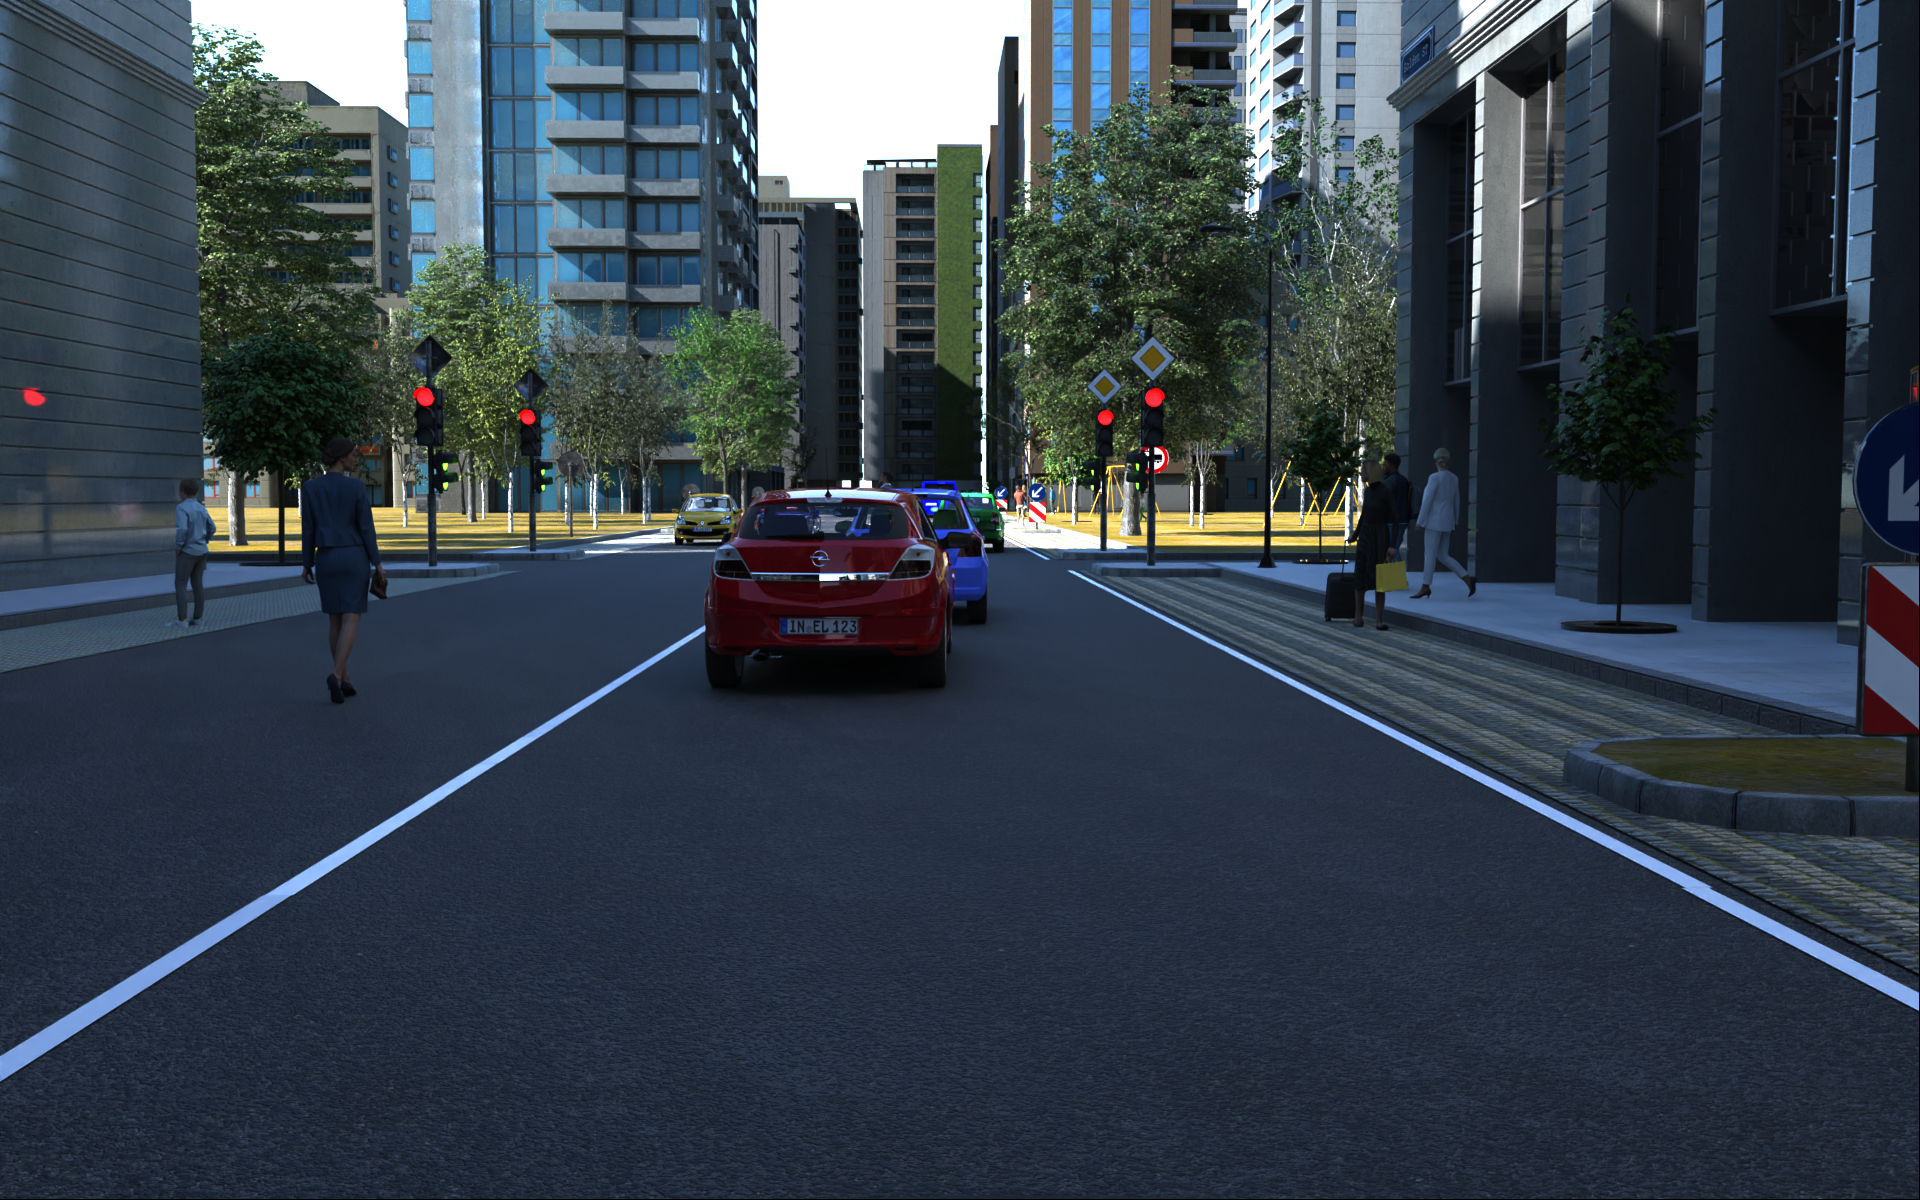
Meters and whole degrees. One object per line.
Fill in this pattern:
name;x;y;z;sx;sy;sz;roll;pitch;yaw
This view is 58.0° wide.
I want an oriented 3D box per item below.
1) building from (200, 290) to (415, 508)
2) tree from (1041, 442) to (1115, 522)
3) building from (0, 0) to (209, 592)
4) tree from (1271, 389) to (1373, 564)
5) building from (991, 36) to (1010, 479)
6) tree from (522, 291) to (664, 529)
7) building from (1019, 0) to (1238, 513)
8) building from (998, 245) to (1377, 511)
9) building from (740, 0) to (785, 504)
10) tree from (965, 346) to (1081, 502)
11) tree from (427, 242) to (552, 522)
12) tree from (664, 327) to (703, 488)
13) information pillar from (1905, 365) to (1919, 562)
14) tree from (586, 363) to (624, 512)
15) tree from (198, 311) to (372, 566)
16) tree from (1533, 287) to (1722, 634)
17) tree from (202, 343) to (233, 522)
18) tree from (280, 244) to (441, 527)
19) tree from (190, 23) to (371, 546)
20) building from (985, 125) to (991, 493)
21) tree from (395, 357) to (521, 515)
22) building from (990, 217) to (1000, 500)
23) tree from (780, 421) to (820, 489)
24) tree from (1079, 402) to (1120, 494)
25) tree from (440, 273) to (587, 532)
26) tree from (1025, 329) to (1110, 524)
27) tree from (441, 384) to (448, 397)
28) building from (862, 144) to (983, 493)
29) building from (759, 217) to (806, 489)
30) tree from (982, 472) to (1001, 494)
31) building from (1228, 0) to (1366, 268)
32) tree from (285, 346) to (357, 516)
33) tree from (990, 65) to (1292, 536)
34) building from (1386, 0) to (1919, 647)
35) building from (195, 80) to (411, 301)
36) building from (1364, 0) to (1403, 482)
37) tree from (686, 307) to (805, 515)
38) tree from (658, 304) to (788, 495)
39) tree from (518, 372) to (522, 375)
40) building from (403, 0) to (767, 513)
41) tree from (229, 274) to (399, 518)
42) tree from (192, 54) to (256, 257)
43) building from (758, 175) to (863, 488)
building;-58.787;-20.159;174.635;28.899;21.520;27.650;0;4;-1
tree;5.501;-5.899;80.167;4.285;4.588;4.351;0;3;0
building;-27.302;-14.991;22.589;29.804;29.767;11.434;0;4;-1
tree;6.790;-2.283;31.934;1.663;3.219;1.824;0;3;0
building;10.846;-31.660;167.750;14.600;45.320;14.200;0;4;-1
tree;-13.379;-6.924;63.568;4.360;8.622;3.978;0;3;0
building;11.492;-29.012;124.459;14.600;45.320;14.200;0;4;-1
building;17.691;-18.459;146.848;27.650;21.520;28.899;0;4;-1
building;-26.281;-43.714;152.977;20.563;71.187;20.611;0;4;-1
tree;4.538;-10.664;108.774;8.767;10.594;7.601;0;4;-1
tree;-22.757;-9.834;78.907;7.486;12.596;7.792;0;3;0
tree;-13.439;-7.619;74.928;4.360;8.622;3.978;0;3;0
information pillar;5.652;-0.338;10.011;0.304;2.012;0.304;1;4;22
tree;-20.332;-8.906;95.967;4.737;8.622;4.395;0;3;0
tree;-12.378;-2.907;31.246;4.285;4.588;4.351;0;3;0
tree;6.362;-1.328;16.315;1.663;3.219;1.824;0;3;0
tree;-34.120;-7.990;80.991;4.360;8.622;3.978;0;3;0
tree;-18.158;-6.209;51.876;4.360;8.622;3.978;0;3;0
tree;-18.425;-7.622;42.751;7.486;12.596;7.792;0;3;0
building;10.377;-33.978;205.657;14.200;45.320;14.600;0;4;-1
tree;-30.903;-10.594;107.616;8.767;10.594;7.601;-1;4;-18
building;10.106;-25.114;182.317;14.160;30.474;14.107;0;4;-1
tree;-15.813;-13.602;172.758;4.360;8.622;3.978;0;3;0
tree;7.502;-8.527;89.778;4.360;8.622;3.978;0;3;0
tree;-15.199;-6.593;58.153;4.737;8.622;4.395;0;3;0
tree;4.812;-7.520;73.313;4.737;8.622;4.395;0;3;0
tree;-21.933;-7.180;67.757;4.360;8.622;3.978;0;3;0
building;-4.472;-31.902;205.191;14.086;41.232;14.154;0;4;-1
building;-23.379;-25.116;182.343;14.107;30.474;14.160;0;4;-1
tree;2.689;-9.411;148.465;1.663;3.219;1.824;0;3;0
building;31.709;-40.835;209.645;28.212;58.520;21.231;0;4;-1
tree;-29.539;-7.898;79.489;4.737;8.622;4.395;0;3;0
tree;5.230;-8.961;53.166;9.857;13.997;8.962;0;3;0
building;13.078;-14.462;13.941;11.434;29.767;29.804;0;4;-1
building;-76.428;-35.678;207.040;21.600;48.544;21.300;0;4;-1
building;45.270;-38.922;178.369;28.212;58.520;21.231;0;4;-1
tree;-12.823;-11.468;105.621;7.486;12.596;7.792;0;3;0
tree;-13.095;-10.394;95.690;9.928;11.665;9.643;0;3;0
tree;-15.543;-7.278;69.356;4.360;8.622;3.978;0;3;0
building;-27.026;-31.090;127.933;23.786;49.044;30.456;0;4;-1
tree;-34.510;-11.108;91.984;12.009;13.543;11.850;0;3;0
tree;-33.781;-12.829;65.648;12.611;20.169;13.585;0;3;0
building;-23.937;-31.920;213.776;23.993;40.220;32.217;0;4;-1
